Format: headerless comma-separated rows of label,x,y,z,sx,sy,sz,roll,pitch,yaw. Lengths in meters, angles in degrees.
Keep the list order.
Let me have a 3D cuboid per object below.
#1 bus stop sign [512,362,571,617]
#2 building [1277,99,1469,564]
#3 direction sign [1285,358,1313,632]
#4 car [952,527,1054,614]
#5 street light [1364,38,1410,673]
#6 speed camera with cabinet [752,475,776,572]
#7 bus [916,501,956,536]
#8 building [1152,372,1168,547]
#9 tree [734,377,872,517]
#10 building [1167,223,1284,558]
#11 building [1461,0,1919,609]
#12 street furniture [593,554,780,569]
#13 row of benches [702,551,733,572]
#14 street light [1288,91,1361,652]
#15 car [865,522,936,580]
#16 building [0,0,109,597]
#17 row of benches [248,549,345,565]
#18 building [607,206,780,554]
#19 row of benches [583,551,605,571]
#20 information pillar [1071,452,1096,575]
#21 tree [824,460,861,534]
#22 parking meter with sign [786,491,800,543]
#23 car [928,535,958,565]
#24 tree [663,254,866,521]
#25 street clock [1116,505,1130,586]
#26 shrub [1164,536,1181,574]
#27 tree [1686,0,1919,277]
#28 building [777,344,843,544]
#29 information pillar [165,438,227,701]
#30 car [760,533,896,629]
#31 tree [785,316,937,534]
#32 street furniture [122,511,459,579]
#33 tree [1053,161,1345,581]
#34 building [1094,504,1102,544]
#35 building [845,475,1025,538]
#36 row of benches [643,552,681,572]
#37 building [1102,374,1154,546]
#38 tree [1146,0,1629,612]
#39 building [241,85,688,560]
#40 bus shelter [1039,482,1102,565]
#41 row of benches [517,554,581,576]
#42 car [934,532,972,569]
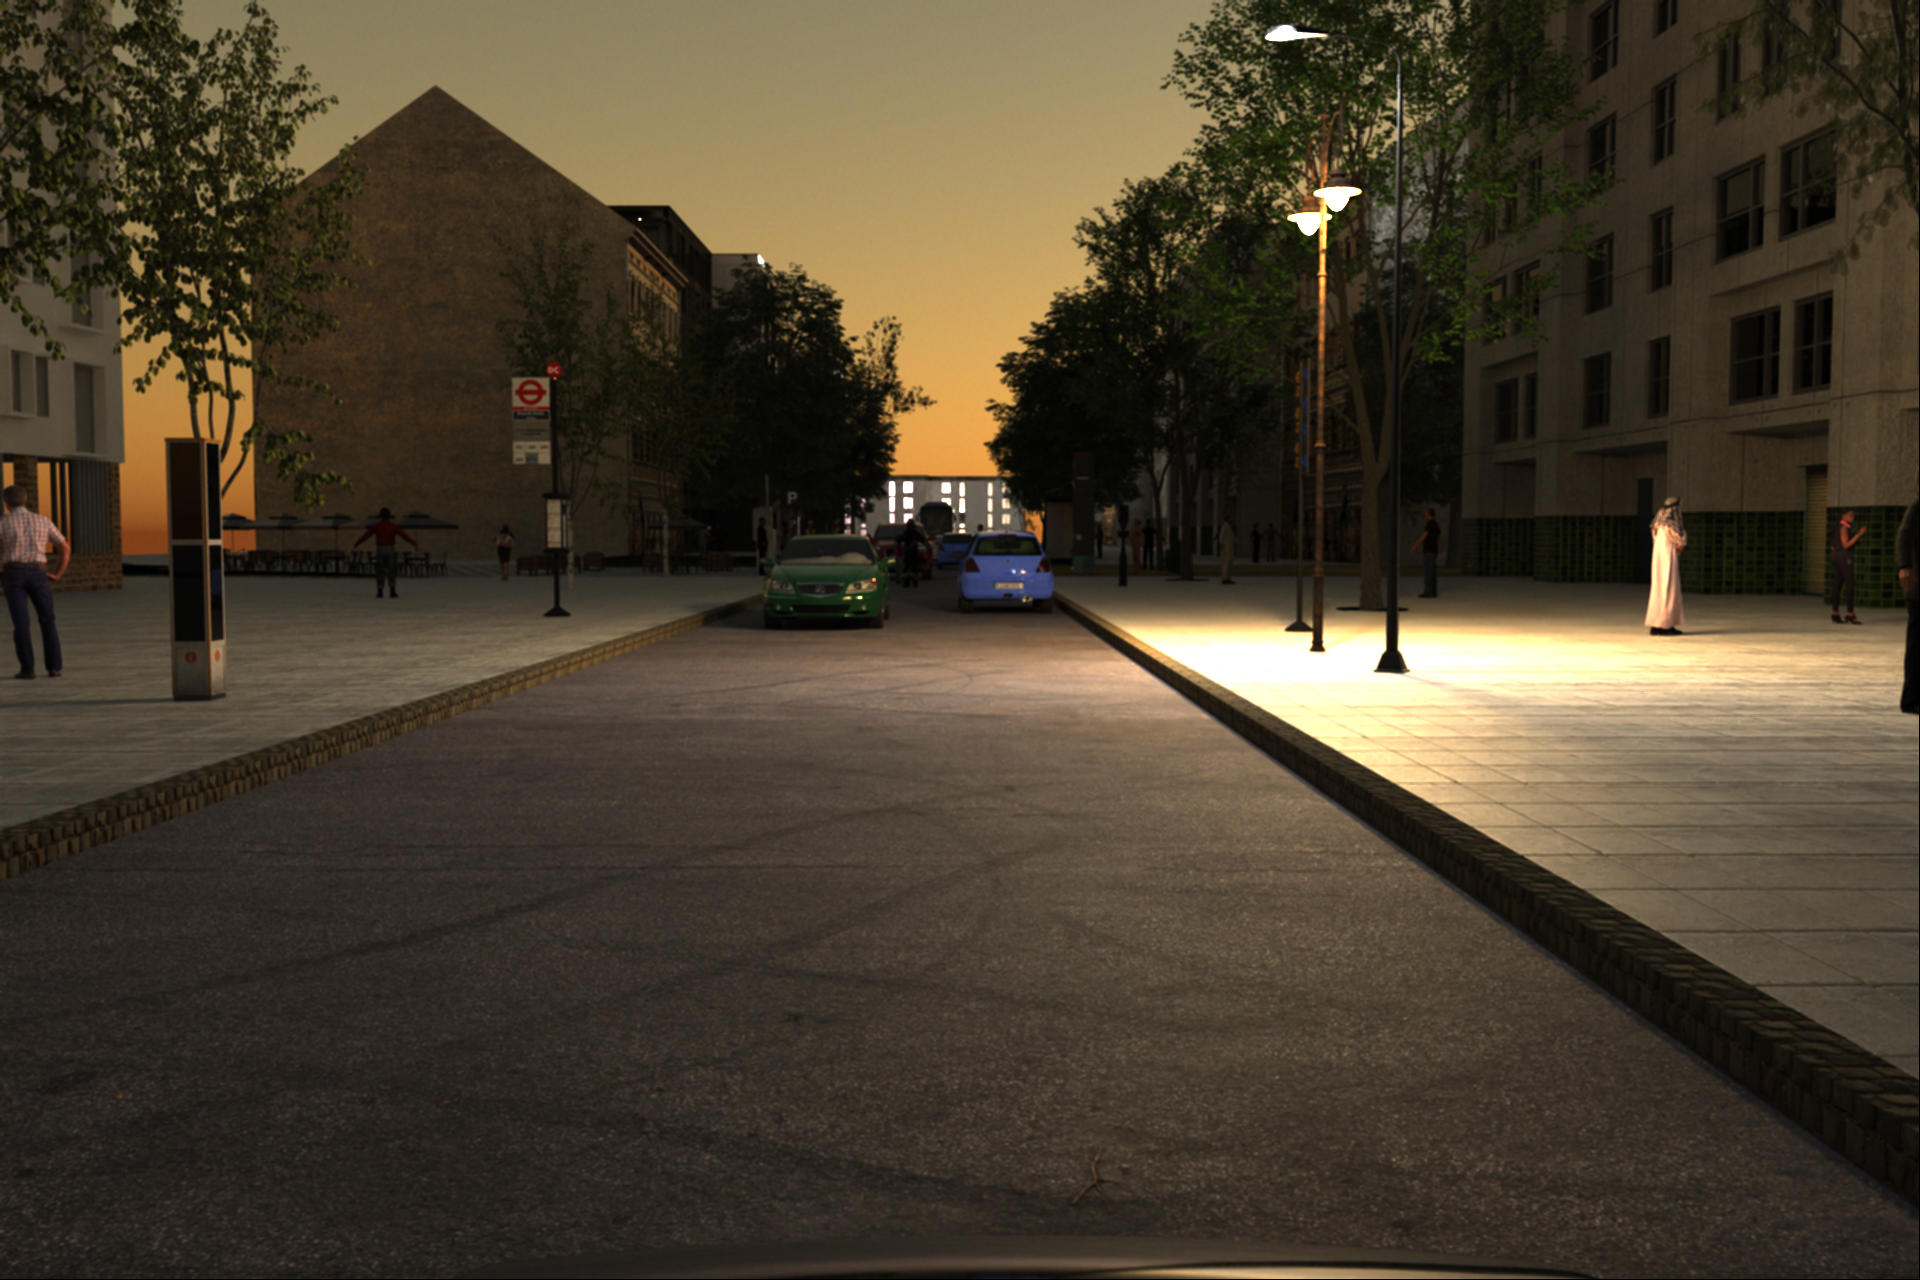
bus stop sign,-6.515,-2.339,26.952,0.855,3.939,0.416,0,4,-1
building,26.175,-15.325,81.488,19.493,23.208,18.063,0,4,-1
direction sign,4.478,-1.881,22.753,0.379,3.537,0.876,0,3,0
car,0.817,-1.404,32.551,1.945,1.707,3.694,0,4,-1
street light,4.561,-2.654,15.937,1.470,5.913,1.316,0,3,0
speed camera with cabinet,-6.630,-3.935,58.668,0.660,3.252,2.038,0,4,1
bus,-1.732,-8.651,132.998,2.896,3.916,12.251,0,4,0
building,25.533,-19.946,182.533,16.016,20.090,11.380,0,4,-1
tree,-8.984,-9.914,96.502,8.767,10.594,7.601,0,4,3
building,23.115,-14.723,107.183,16.747,18.905,31.486,0,3,0
building,24.035,-10.473,37.696,16.747,18.905,31.486,0,4,0
street furniture,-8.816,-3.137,66.918,10.072,0.657,5.734,0,4,2
row of benches,-8.534,-2.776,60.856,1.422,0.672,4.104,-1,4,-14
street light,3.901,-2.809,18.718,0.468,5.910,1.993,0,3,0
car,-1.908,-2.871,55.616,2.281,1.827,5.304,0,4,-1
building,-24.392,-10.435,27.030,16.016,20.090,11.380,0,4,-1
row of benches,-27.384,-3.439,71.692,4.104,0.672,1.422,0,4,7
building,-28.573,-17.149,124.361,27.936,21.610,32.646,0,3,0
row of benches,-13.011,-2.821,61.588,1.422,0.672,4.104,-1,4,-10
information pillar,3.928,-4.015,55.026,0.750,3.857,0.750,0,4,0
tree,-9.158,-10.126,115.926,4.360,8.622,3.978,0,3,0
parking meter with sign,-6.804,-4.580,71.136,0.543,3.016,1.738,0,4,-1
car,-1.022,-4.224,81.429,2.083,1.381,4.827,0,4,0
tree,-8.906,-10.635,80.532,9.857,13.997,8.962,0,3,0
street clock,4.017,-2.327,42.617,0.358,2.002,0.471,0,3,0
shrub,7.017,-2.738,55.878,1.383,1.207,1.383,0,3,0
tree,6.651,-3.721,11.209,4.360,8.622,3.978,0,3,0
building,-28.704,-21.952,202.890,27.936,21.610,32.646,0,4,0
information pillar,-5.910,-0.545,13.405,0.304,2.012,0.304,0,4,-1
car,-2.076,-0.976,27.761,2.131,1.459,4.920,0,4,-1
tree,-7.837,-17.943,149.259,12.611,20.169,13.585,0,3,0
street furniture,-28.308,-3.164,56.753,14.083,1.986,27.439,-3,5,-45
tree,6.362,-7.440,47.392,9.928,11.665,9.643,0,3,0
building,22.596,-22.701,227.573,16.016,20.090,11.380,0,4,0
building,-4.665,-18.527,247.526,28.070,9.664,9.099,0,4,-1
row of benches,-10.405,-2.762,60.624,1.422,0.672,4.104,0,4,2
building,26.017,-22.240,194.558,19.493,23.208,18.063,0,4,0
tree,6.976,-6.306,28.862,9.928,11.665,9.643,0,3,0
building,-25.815,-16.119,94.467,19.493,23.208,18.063,0,4,-1
bus shelter,4.415,-4.665,70.198,2.014,3.302,5.546,0,4,-2
row of benches,-13.074,-2.441,55.370,1.422,0.672,4.104,0,4,8
car,-0.096,-3.792,71.582,1.945,1.707,3.694,0,4,0
